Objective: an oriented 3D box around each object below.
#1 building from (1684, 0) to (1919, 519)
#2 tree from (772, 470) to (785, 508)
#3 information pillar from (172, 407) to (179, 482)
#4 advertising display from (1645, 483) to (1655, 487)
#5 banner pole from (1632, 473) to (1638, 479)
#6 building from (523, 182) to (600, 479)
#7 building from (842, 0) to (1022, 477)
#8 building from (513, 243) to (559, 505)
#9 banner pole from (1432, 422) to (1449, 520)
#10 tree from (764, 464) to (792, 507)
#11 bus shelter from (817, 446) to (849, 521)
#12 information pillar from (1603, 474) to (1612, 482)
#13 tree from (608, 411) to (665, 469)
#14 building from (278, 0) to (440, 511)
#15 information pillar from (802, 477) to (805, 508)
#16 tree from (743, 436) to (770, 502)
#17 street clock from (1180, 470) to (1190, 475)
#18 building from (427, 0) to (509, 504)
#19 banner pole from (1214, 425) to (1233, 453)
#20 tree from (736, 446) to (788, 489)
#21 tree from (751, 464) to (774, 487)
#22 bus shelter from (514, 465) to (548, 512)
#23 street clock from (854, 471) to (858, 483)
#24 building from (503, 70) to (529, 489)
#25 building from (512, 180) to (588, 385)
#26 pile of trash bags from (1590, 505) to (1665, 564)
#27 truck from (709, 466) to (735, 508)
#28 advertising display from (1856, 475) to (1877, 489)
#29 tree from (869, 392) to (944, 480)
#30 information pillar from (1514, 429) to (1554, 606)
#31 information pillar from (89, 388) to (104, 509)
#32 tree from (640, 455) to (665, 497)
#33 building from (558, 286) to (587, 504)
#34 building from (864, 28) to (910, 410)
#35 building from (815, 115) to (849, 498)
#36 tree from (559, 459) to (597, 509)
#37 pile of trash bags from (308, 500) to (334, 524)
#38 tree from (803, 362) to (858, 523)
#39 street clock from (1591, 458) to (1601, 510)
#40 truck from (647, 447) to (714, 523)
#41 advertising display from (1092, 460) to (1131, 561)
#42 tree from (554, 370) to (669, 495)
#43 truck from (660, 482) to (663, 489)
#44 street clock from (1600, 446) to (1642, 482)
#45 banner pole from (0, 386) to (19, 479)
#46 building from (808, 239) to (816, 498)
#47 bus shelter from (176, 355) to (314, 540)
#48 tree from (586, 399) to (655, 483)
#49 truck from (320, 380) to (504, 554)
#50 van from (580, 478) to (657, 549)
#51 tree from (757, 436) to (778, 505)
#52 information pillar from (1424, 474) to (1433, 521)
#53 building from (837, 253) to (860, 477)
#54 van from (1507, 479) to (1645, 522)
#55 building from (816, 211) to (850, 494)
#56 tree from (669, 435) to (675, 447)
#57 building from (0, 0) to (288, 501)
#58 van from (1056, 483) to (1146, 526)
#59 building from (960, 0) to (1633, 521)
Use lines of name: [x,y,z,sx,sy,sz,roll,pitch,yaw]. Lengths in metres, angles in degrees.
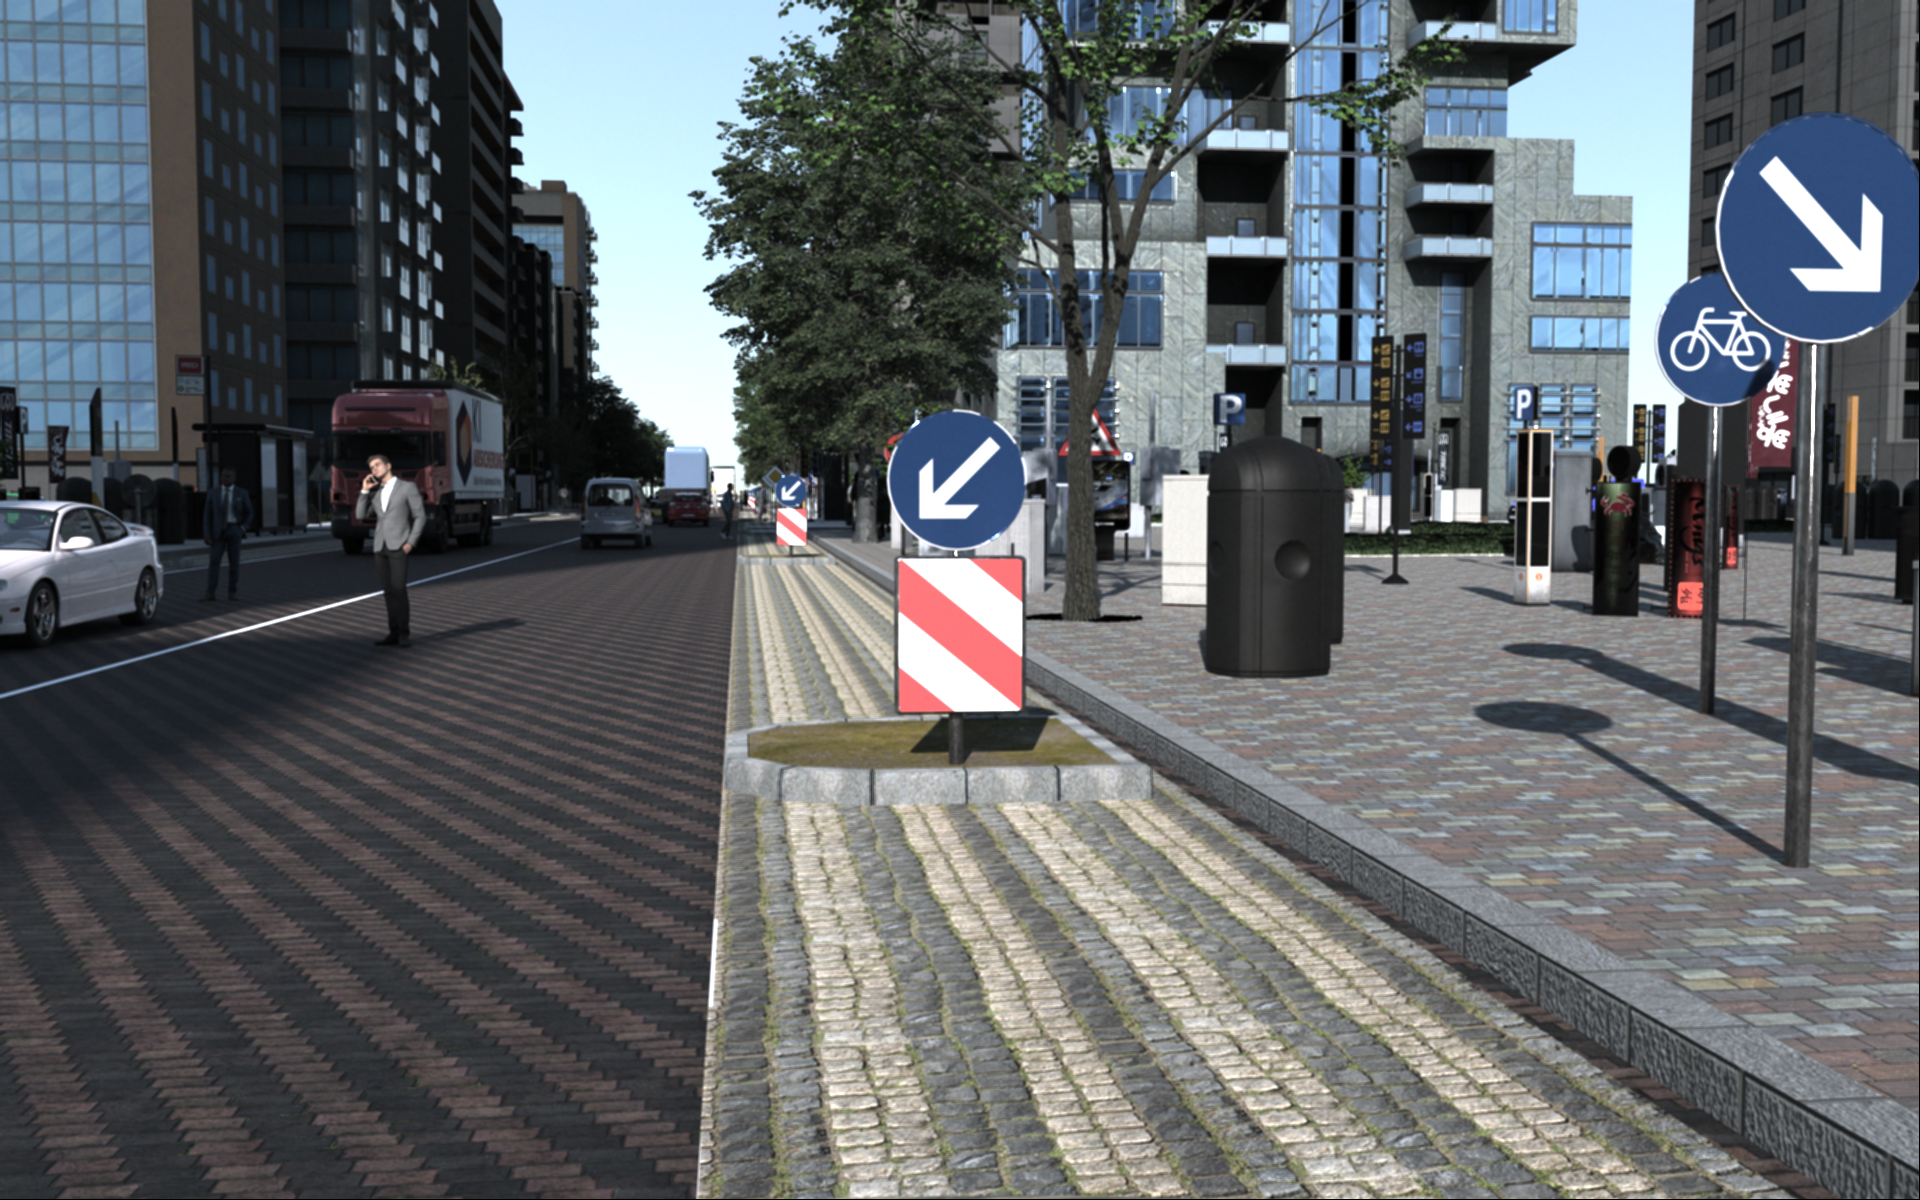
building: [53.240,-39.833,89.519,20.611,71.187,20.563,0,4,-7]
tree: [-13.841,-8.591,135.063,1.663,3.219,1.824,0,3,0]
information pillar: [-21.218,-3.396,46.873,0.183,3.616,0.504,-1,4,-18]
advertising display: [41.885,-6.114,105.177,0.974,1.923,0.123,3,5,41]
banner pole: [43.077,-7.381,110.692,0.401,3.779,0.863,-1,4,-10]
building: [-68.422,-39.883,271.692,23.786,49.044,30.456,0,4,-7]
building: [2.481,-36.431,184.884,28.713,52.752,27.495,0,4,-7]
building: [-54.012,-25.995,196.720,14.160,30.474,14.107,0,4,-7]
banner pole: [16.587,-4.277,59.942,0.401,3.779,0.863,-3,4,-36]
tree: [-18.214,-11.597,173.331,4.285,4.588,4.351,0,3,0]
bus shelter: [-6.431,-5.772,85.653,1.731,3.624,6.357,0,4,-7]
information pillar: [23.832,-3.635,63.926,0.304,2.012,0.304,-3,5,-42]
tree: [-45.181,-19.934,236.283,12.009,13.543,11.850,0,3,0]
building: [-47.782,-30.393,116.541,23.786,49.044,30.456,0,4,-7]
information pillar: [-8.680,-6.403,96.044,0.183,3.616,0.504,0,4,-8]
tree: [-30.064,-21.458,268.960,7.486,12.596,7.792,0,3,0]
street clock: [6.706,-2.911,52.162,0.471,2.002,0.358,1,4,15]
building: [-51.404,-32.130,149.030,21.300,48.544,21.600,0,4,-7]
banner pole: [9.449,-4.442,62.641,0.863,3.779,0.401,0,4,-4]
tree: [-32.894,-22.877,291.045,9.611,12.733,9.660,0,3,0]
tree: [-29.694,-18.973,260.577,4.360,8.622,3.978,0,3,0]
bus shelter: [-30.763,-7.937,123.698,2.014,3.302,5.546,0,4,-7]
street clock: [-2.919,-2.899,51.975,0.471,2.002,0.358,1,4,10]
building: [-55.803,-31.767,174.018,22.147,44.769,28.867,0,4,-7]
building: [-61.465,-36.704,250.220,14.600,45.320,14.200,0,4,-7]
pile of trash bags: [11.330,-1.327,31.449,3.447,1.369,1.912,-3,5,-42]
truck: [-24.693,-11.670,179.713,2.839,4.237,11.283,-1,4,-8]
advertising display: [31.034,-3.328,59.626,0.123,1.923,0.974,-3,4,-36]
tree: [-0.707,-2.354,33.091,1.663,3.219,1.824,0,3,0]
information pillar: [6.578,-0.940,19.866,0.304,2.012,0.304,-1,4,-12]
information pillar: [-18.931,-2.854,38.015,0.183,3.616,0.504,0,4,-7]
tree: [-48.147,-20.219,264.984,7.601,10.594,8.767,2,4,26]
building: [-58.684,-28.429,236.507,14.160,30.474,14.107,0,4,-7]
building: [-1.601,-31.407,163.621,14.600,45.320,14.200,0,4,-7]
building: [-12.416,-44.762,273.858,21.231,58.520,28.212,0,4,-7]
tree: [-32.461,-9.987,146.995,4.285,4.588,4.351,0,3,0]
pile of trash bags: [-28.011,-3.942,74.207,3.447,1.369,1.912,-3,5,-40]
tree: [-5.842,-7.705,76.346,4.360,8.622,3.978,0,3,0]
street clock: [12.612,-1.839,34.633,0.358,2.002,0.471,0,4,-7]
truck: [-14.985,-6.279,92.419,2.967,4.110,18.799,0,4,-5]
advertising display: [2.774,-1.712,33.197,0.974,1.923,0.123,1,4,12]
tree: [-37.006,-16.604,178.133,9.857,13.997,8.962,0,3,0]
truck: [-33.724,-12.840,205.852,3.469,3.379,9.791,0,4,-8]
street clock: [9.953,-1.311,26.000,0.358,2.002,0.471,-2,4,-24]
banner pole: [-19.542,-2.776,35.409,0.401,3.779,0.863,1,4,11]
building: [-18.636,-39.443,295.000,14.600,45.320,14.200,0,4,-7]
bus shelter: [-21.899,-4.605,52.917,2.179,5.291,8.768,0,4,-7]
tree: [-40.742,-17.569,204.264,9.611,12.733,9.660,0,3,0]
truck: [-13.909,-3.421,44.843,2.839,4.237,11.283,0,4,-6]
van: [-9.262,-2.436,46.846,2.013,2.044,4.112,0,4,-6]
tree: [-21.707,-15.386,201.931,4.737,8.622,4.395,0,3,0]
information pillar: [17.226,-3.623,63.727,0.304,2.012,0.304,1,4,14]
building: [-7.641,-26.515,205.214,14.160,30.474,14.107,0,4,-7]
van: [24.386,-3.931,68.651,5.245,2.365,2.240,0,4,-8]
building: [-14.005,-34.820,252.908,14.154,41.232,14.086,0,4,-7]
tree: [-51.233,-23.329,288.084,9.857,13.997,8.962,0,3,0]
building: [-40.510,-26.298,80.082,14.600,45.320,14.200,0,4,-7]
van: [5.006,-3.578,65.515,4.112,2.044,2.013,0,4,-6]
building: [15.629,-47.431,88.163,31.000,86.520,22.319,0,4,-7]
